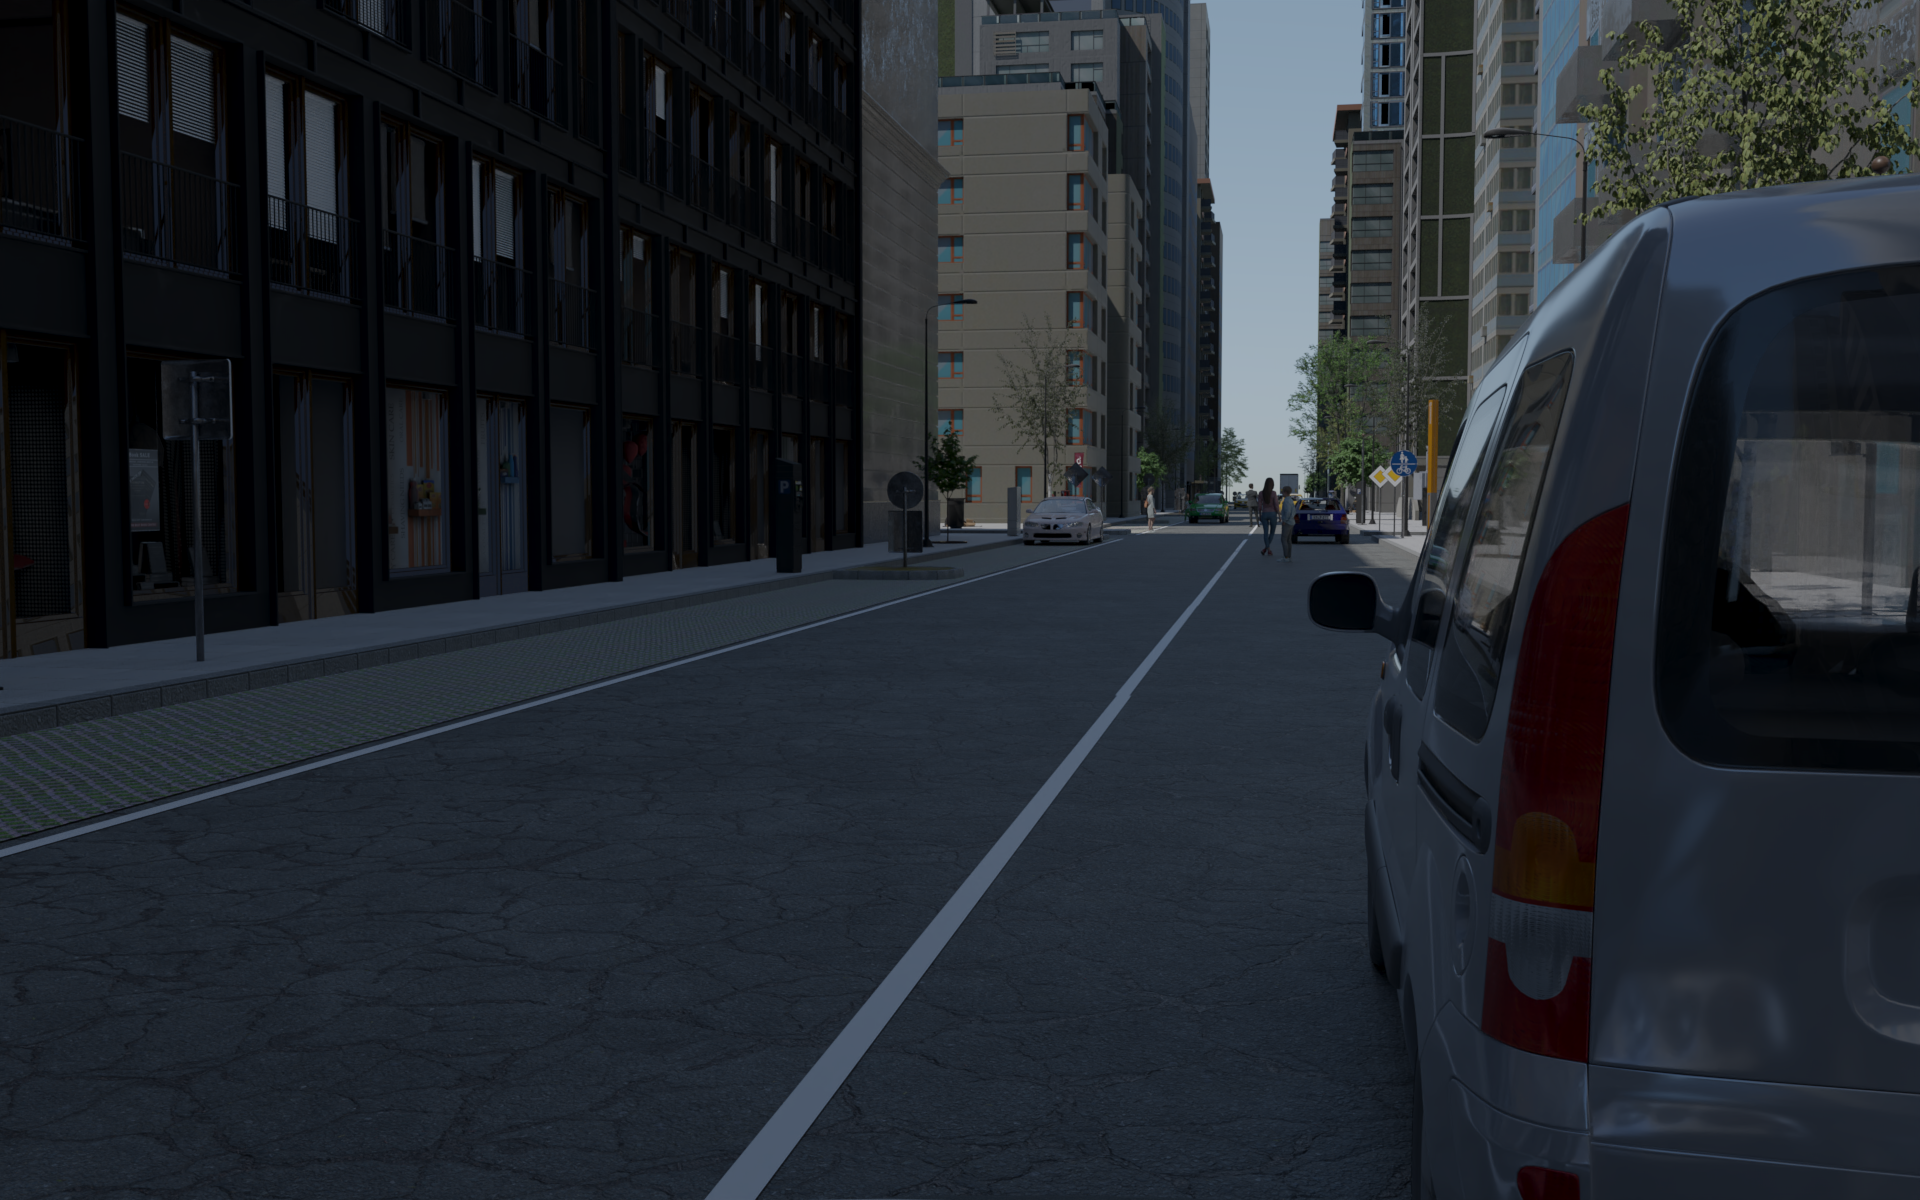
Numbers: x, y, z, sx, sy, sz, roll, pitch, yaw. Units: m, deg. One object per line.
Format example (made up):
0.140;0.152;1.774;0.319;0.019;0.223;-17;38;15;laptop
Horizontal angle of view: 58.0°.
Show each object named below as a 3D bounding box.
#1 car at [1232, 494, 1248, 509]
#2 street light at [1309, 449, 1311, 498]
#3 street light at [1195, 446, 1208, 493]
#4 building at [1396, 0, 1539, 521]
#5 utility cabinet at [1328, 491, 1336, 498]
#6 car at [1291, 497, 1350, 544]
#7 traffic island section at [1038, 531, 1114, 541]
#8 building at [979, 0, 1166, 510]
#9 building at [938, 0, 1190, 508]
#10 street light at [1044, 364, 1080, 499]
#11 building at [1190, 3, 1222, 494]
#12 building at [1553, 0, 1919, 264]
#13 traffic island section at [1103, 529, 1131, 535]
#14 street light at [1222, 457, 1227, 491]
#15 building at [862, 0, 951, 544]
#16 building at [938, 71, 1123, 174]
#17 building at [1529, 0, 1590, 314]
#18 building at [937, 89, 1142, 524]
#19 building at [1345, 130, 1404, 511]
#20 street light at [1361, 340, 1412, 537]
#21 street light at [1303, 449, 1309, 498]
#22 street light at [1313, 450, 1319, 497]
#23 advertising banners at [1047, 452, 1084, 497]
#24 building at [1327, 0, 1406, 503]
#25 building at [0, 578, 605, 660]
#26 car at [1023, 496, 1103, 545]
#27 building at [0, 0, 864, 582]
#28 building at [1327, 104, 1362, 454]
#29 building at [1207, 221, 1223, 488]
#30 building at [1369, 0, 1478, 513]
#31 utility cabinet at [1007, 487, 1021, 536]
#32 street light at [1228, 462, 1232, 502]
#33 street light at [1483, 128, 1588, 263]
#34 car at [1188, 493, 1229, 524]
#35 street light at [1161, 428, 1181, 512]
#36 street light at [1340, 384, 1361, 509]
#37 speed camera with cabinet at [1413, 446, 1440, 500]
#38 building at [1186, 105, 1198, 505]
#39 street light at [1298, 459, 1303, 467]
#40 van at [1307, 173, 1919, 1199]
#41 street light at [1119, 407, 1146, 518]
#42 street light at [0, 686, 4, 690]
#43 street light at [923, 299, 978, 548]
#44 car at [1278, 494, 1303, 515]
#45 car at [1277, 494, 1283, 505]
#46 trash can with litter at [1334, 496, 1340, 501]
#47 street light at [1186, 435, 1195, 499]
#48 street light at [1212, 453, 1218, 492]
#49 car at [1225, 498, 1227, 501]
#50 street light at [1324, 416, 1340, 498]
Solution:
27.010;-9.486;165.327;2.015;1.641;3.980;1;4;9;car
30.822;-10.738;148.106;1.470;5.913;1.316;1;4;10;street light
23.298;-11.964;168.156;1.470;5.913;1.316;1;4;10;street light
39.135;-24.136;86.512;32.217;40.220;23.993;1;4;10;building
28.133;-7.476;130.911;0.318;1.500;1.173;2;4;31;utility cabinet
10.524;-2.354;51.066;1.945;1.354;3.894;1;4;9;car
3.600;-1.956;54.263;2.009;0.180;2.903;1;4;10;traffic island section
9.502;-28.180;144.329;14.154;41.232;14.086;1;4;10;building
10.490;-38.109;165.089;21.231;58.520;28.212;1;4;10;building
3.600;-5.480;62.140;1.470;5.913;1.316;1;4;10;street light
28.967;-50.233;259.553;20.563;71.187;20.611;1;4;10;building
24.386;-25.268;32.742;23.786;49.044;30.456;1;4;10;building
5.060;-2.436;62.115;2.009;0.180;2.903;1;4;10;traffic island section
32.797;-15.084;219.160;1.470;5.913;1.316;1;4;10;street light
-13.552;-15.442;49.745;25.104;27.353;12.463;1;4;10;building
3.817;-21.469;122.723;14.160;30.474;14.107;1;4;10;building
29.824;-25.355;64.666;14.200;45.320;14.600;1;4;10;building
-5.483;-15.034;90.852;27.650;21.520;28.899;1;4;10;building
38.417;-22.513;139.782;14.160;30.474;14.107;1;4;10;building
12.950;-4.877;52.281;1.470;5.913;1.316;1;4;10;street light
36.517;-12.637;179.148;1.470;5.913;1.316;1;4;10;street light
28.119;-9.840;133.427;1.470;5.913;1.316;1;4;10;street light
4.432;-4.708;73.163;2.074;3.025;0.090;3;5;43;advertising banners
46.171;-51.799;159.589;22.319;86.520;31.000;1;4;10;building
-12.438;-11.524;18.095;12.332;23.373;15.834;1;4;10;building
3.005;-2.285;49.728;2.083;1.381;4.827;1;4;12;car
-9.802;-12.509;34.208;12.332;23.373;15.834;1;4;10;building
52.142;-32.803;190.953;22.147;44.769;28.867;1;4;10;building
34.670;-38.339;276.955;14.600;45.320;14.200;1;4;10;building
39.684;-41.663;119.441;20.563;71.187;20.611;1;4;10;building
1.649;-2.720;53.155;0.318;1.500;1.173;0;4;8;utility cabinet
38.346;-16.921;249.204;1.470;5.913;1.316;1;4;10;street light
7.338;-3.028;22.054;1.470;5.913;1.316;1;4;10;street light
12.339;-4.710;85.807;1.959;1.807;4.718;1;4;12;car
14.858;-9.153;122.199;1.470;5.913;1.316;1;4;10;street light
16.954;-6.166;73.352;1.470;5.913;1.316;1;4;10;street light
19.727;-4.724;71.576;2.038;3.252;0.660;-2;4;-24;speed camera with cabinet
19.999;-33.645;200.202;14.600;45.320;14.200;1;4;10;building
45.837;-15.701;229.258;1.470;5.913;1.316;1;4;10;street light
1.792;0.194;3.848;2.013;2.044;4.112;1;4;12;van
9.163;-7.317;92.182;1.470;5.913;1.316;1;4;10;street light
-5.916;-2.354;11.034;1.470;5.913;1.316;1;4;10;street light
-0.275;-4.215;41.462;1.470;5.913;1.316;1;4;10;street light
22.412;-6.512;116.702;2.015;1.641;3.980;1;4;9;car
26.955;-8.198;143.823;2.009;1.686;4.222;1;4;11;car
28.032;-7.129;127.942;1.055;1.170;0.624;2;4;28;trash can with litter
17.649;-10.083;137.402;1.470;5.913;1.316;1;4;10;street light
28.934;-13.804;198.235;1.470;5.913;1.316;1;4;10;street light
24.374;-9.482;164.813;2.009;1.686;4.222;1;4;11;car
22.430;-8.004;103.409;1.470;5.913;1.316;1;4;10;street light
